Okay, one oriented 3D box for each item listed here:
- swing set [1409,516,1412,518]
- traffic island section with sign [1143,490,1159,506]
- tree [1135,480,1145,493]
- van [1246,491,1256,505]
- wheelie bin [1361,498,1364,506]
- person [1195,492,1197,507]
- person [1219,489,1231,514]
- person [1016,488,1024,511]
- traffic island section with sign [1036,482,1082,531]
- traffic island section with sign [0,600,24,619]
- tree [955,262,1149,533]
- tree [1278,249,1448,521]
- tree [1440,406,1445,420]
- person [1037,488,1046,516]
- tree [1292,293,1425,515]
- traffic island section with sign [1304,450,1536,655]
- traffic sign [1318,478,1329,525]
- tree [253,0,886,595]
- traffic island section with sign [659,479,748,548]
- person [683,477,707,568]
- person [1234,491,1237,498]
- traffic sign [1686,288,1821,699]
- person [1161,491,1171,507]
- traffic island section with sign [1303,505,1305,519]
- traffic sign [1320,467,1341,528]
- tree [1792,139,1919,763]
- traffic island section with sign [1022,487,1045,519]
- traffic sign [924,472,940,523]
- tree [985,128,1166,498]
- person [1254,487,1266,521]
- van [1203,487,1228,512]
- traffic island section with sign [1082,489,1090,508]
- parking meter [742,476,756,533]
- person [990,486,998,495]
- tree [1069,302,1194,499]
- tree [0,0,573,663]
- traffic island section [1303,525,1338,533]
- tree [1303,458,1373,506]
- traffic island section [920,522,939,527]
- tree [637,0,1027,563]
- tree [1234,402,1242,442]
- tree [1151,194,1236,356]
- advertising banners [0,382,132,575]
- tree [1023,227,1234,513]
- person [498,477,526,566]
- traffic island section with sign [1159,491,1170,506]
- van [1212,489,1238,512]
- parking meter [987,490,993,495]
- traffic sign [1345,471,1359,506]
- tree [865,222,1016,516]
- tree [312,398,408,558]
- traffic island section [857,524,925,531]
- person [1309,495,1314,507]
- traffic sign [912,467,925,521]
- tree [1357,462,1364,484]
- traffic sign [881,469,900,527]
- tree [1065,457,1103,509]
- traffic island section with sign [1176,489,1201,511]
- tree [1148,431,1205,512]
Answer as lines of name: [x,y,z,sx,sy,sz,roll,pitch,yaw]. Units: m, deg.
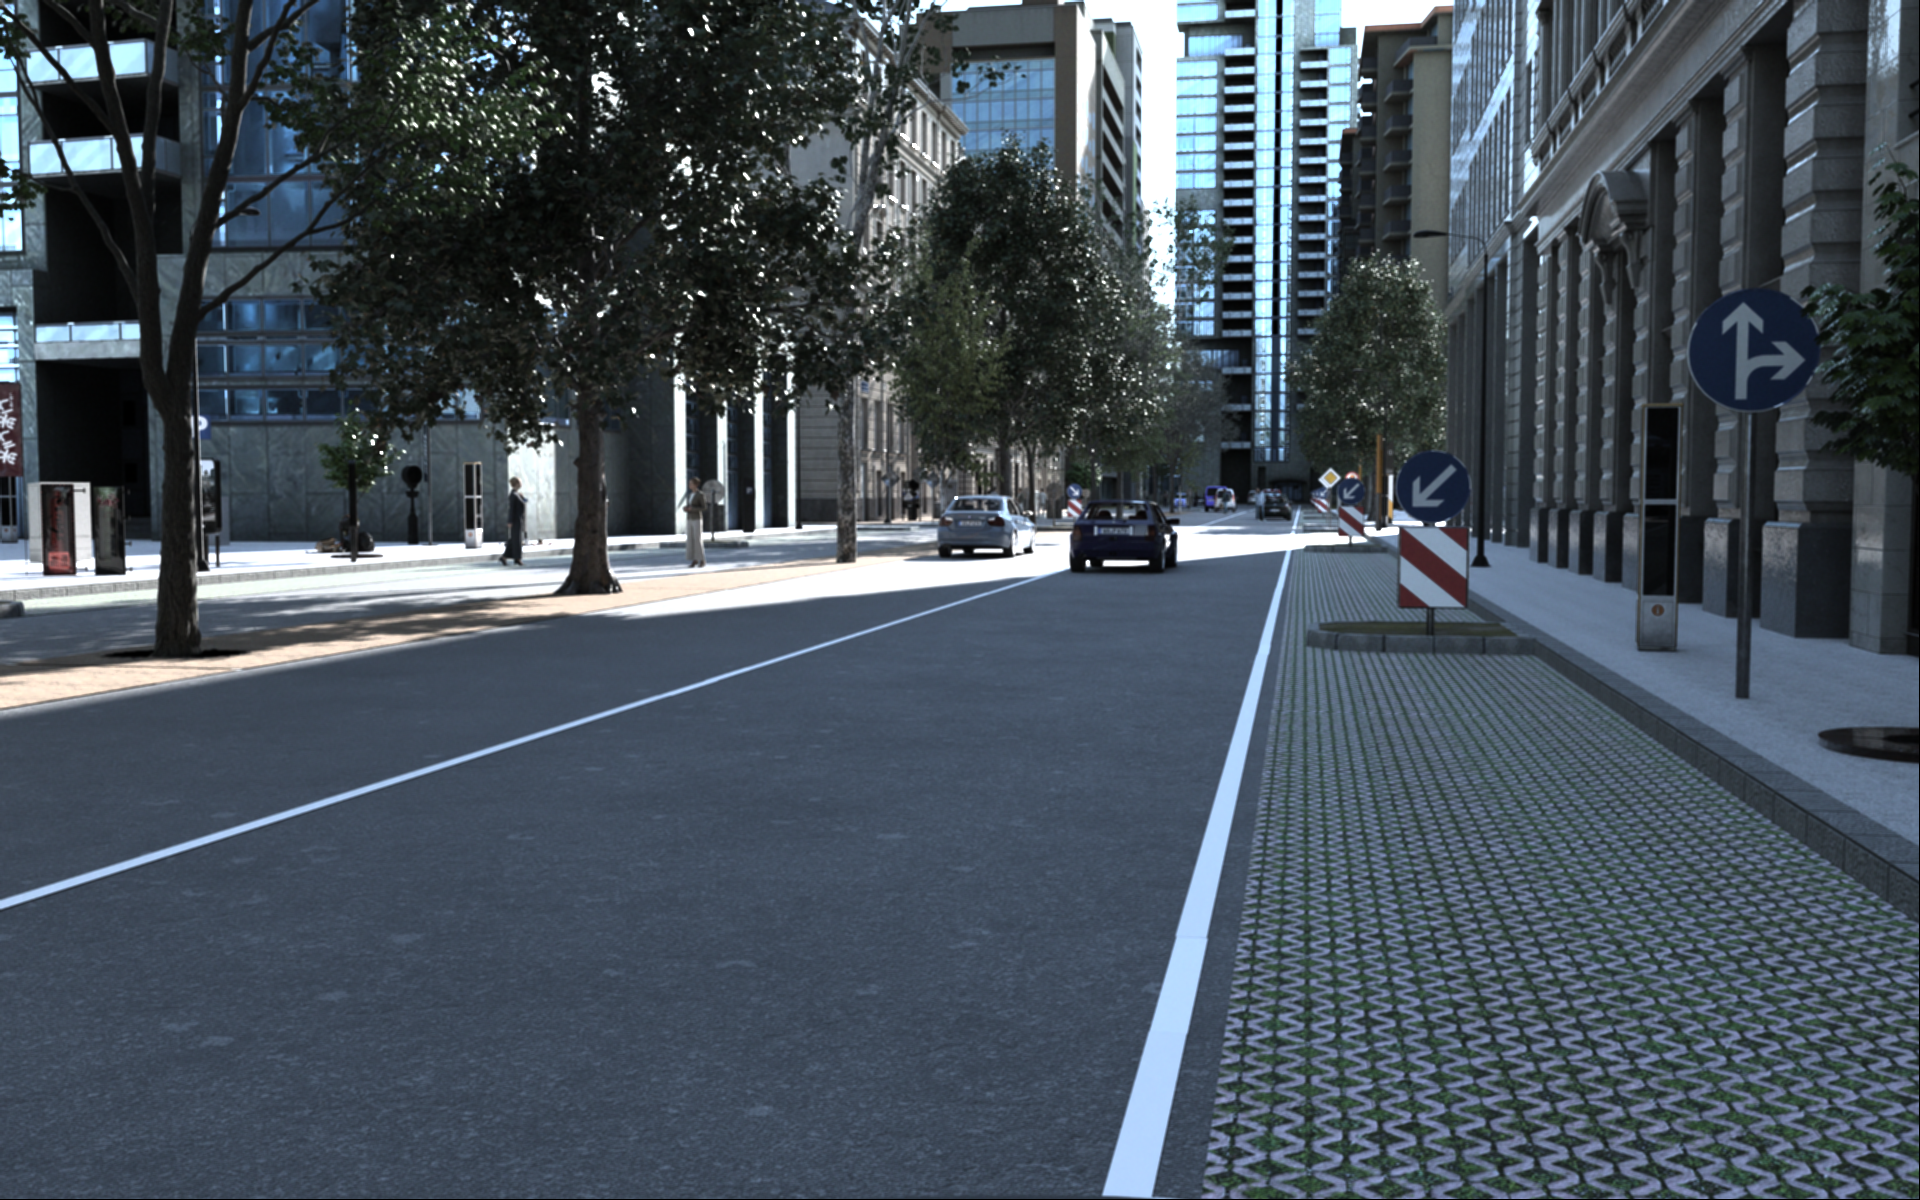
swing set: [25.822,-5.902,94.123,3.119,2.851,2.862,1,4,12]
traffic island section with sign: [18.866,-10.229,175.876,1.989,1.847,2.006,1,4,11]
tree: [21.331,-12.792,203.753,1.663,3.219,1.824,0,3,0]
van: [37.550,-13.090,221.027,2.013,2.044,4.112,1,4,10]
wheelie bin: [27.387,-6.644,116.530,0.693,1.594,0.980,-2,4,-33]
person: [26.748,-11.401,195.625,0.721,1.735,1.217,1,4,11]
person: [18.882,-7.041,123.598,0.794,1.824,0.713,-2,4,-35]
person: [3.092,-4.964,90.218,0.362,1.759,0.519,-2,4,-26]
traffic island section with sign: [3.570,-3.616,67.265,2.006,1.907,1.989,1,4,11]
traffic island section with sign: [-12.006,-0.687,19.855,1.989,1.847,2.006,1,4,11]
tree: [2.736,-7.699,62.745,8.767,10.594,7.601,1,4,11]
tree: [19.618,-10.040,81.157,9.611,12.733,9.660,0,3,0]
tree: [32.004,-10.163,116.526,4.360,8.622,3.978,0,3,0]
person: [5.003,-6.013,107.008,0.606,1.804,0.583,-3,4,-36]
tree: [25.324,-12.288,107.564,9.857,13.997,8.962,0,3,0]
traffic island section with sign: [4.308,-0.475,16.402,1.989,1.847,2.006,1,4,11]
traffic sign: [15.431,-4.226,72.744,0.795,2.450,0.064,1,4,11]
tree: [-5.294,-6.439,24.748,9.611,12.733,9.660,0,3,0]
traffic island section with sign: [-6.760,-2.307,46.344,1.989,1.847,2.006,1,4,11]
person: [-5.219,-1.518,33.877,0.519,1.759,0.362,3,5,43]
person: [33.181,-12.208,208.552,0.568,1.767,0.683,0,4,-3]
traffic sign: [4.925,-0.656,10.825,0.768,2.556,0.104,1,4,16]
person: [22.911,-11.237,192.940,1.217,1.736,0.721,-1,4,-20]
traffic island section with sign: [9.543,-2.093,42.846,1.989,1.847,2.006,1,4,11]
traffic sign: [13.880,-3.747,64.910,0.795,2.450,0.064,1,4,11]
tree: [5.000,-0.852,8.530,1.663,3.219,1.824,0,3,0]
traffic island section with sign: [3.894,-5.600,100.181,1.989,1.847,2.006,1,4,11]
traffic sign: [-1.188,-4.428,76.042,0.795,2.450,0.064,1,4,11]
tree: [1.438,-8.233,54.078,9.611,12.733,9.660,0,3,0]
person: [15.689,-5.001,90.534,0.793,1.790,0.793,-2,4,-25]
van: [21.053,-8.417,142.001,2.240,2.365,5.245,1,4,9]
traffic island section with sign: [9.271,-7.261,127.350,1.989,1.847,2.006,1,4,11]
parking meter: [-7.006,-3.168,57.505,0.399,1.863,0.255,-1,4,-19]
person: [1.698,-4.487,82.060,0.606,1.804,0.583,3,5,44]
tree: [8.356,-10.423,91.008,7.486,12.596,7.792,0,3,0]
tree: [-6.811,-5.294,14.763,9.928,11.665,9.643,0,3,0]
traffic island section: [13.905,-2.612,64.983,2.009,0.180,2.903,1,4,11]
tree: [32.158,-13.820,144.083,7.486,12.596,7.792,0,3,0]
traffic island section: [-1.213,-3.292,76.108,2.009,0.180,2.903,1,4,11]
tree: [-3.386,-10.899,36.547,12.611,20.169,13.585,0,3,0]
tree: [12.956,-12.355,114.824,12.009,13.543,11.850,0,3,0]
tree: [9.503,-14.918,102.256,12.611,20.169,13.585,0,3,0]
advertising banners: [-14.203,-1.903,27.298,2.074,3.025,0.090,-1,4,-9]
tree: [6.140,-10.190,79.438,12.009,13.543,11.850,0,3,0]
person: [-8.868,-1.557,34.383,0.534,1.772,0.576,-2,4,-31]
traffic island section with sign: [24.111,-11.847,202.318,1.989,1.847,2.006,1,4,11]
van: [21.000,-7.963,137.198,2.013,2.044,4.112,1,4,10]
parking meter: [1.764,-5.580,99.651,0.372,1.533,0.369,0,3,0]
traffic sign: [22.013,-5.942,97.256,0.768,2.556,0.104,1,4,12]
tree: [-0.444,-5.653,45.246,4.737,8.622,4.395,0,3,0]
tree: [-12.320,-2.475,35.071,1.663,3.219,1.824,0,3,0]
traffic island section: [-2.763,-2.813,68.275,2.009,0.180,2.903,1,4,11]
person: [37.226,-10.602,182.369,0.721,1.766,1.217,-2,4,-34]
traffic sign: [-1.882,-4.967,81.310,0.768,2.556,0.104,1,4,15]
tree: [29.757,-10.856,127.859,4.360,8.622,3.978,0,3,0]
traffic sign: [-2.739,-3.949,68.208,0.795,2.450,0.064,1,4,11]
tree: [10.588,-10.049,148.015,4.285,4.588,4.351,0,3,0]
traffic island section with sign: [19.599,-8.569,148.246,2.006,1.907,1.989,1,4,11]
tree: [17.309,-11.191,135.793,4.737,8.622,4.395,0,3,0]
